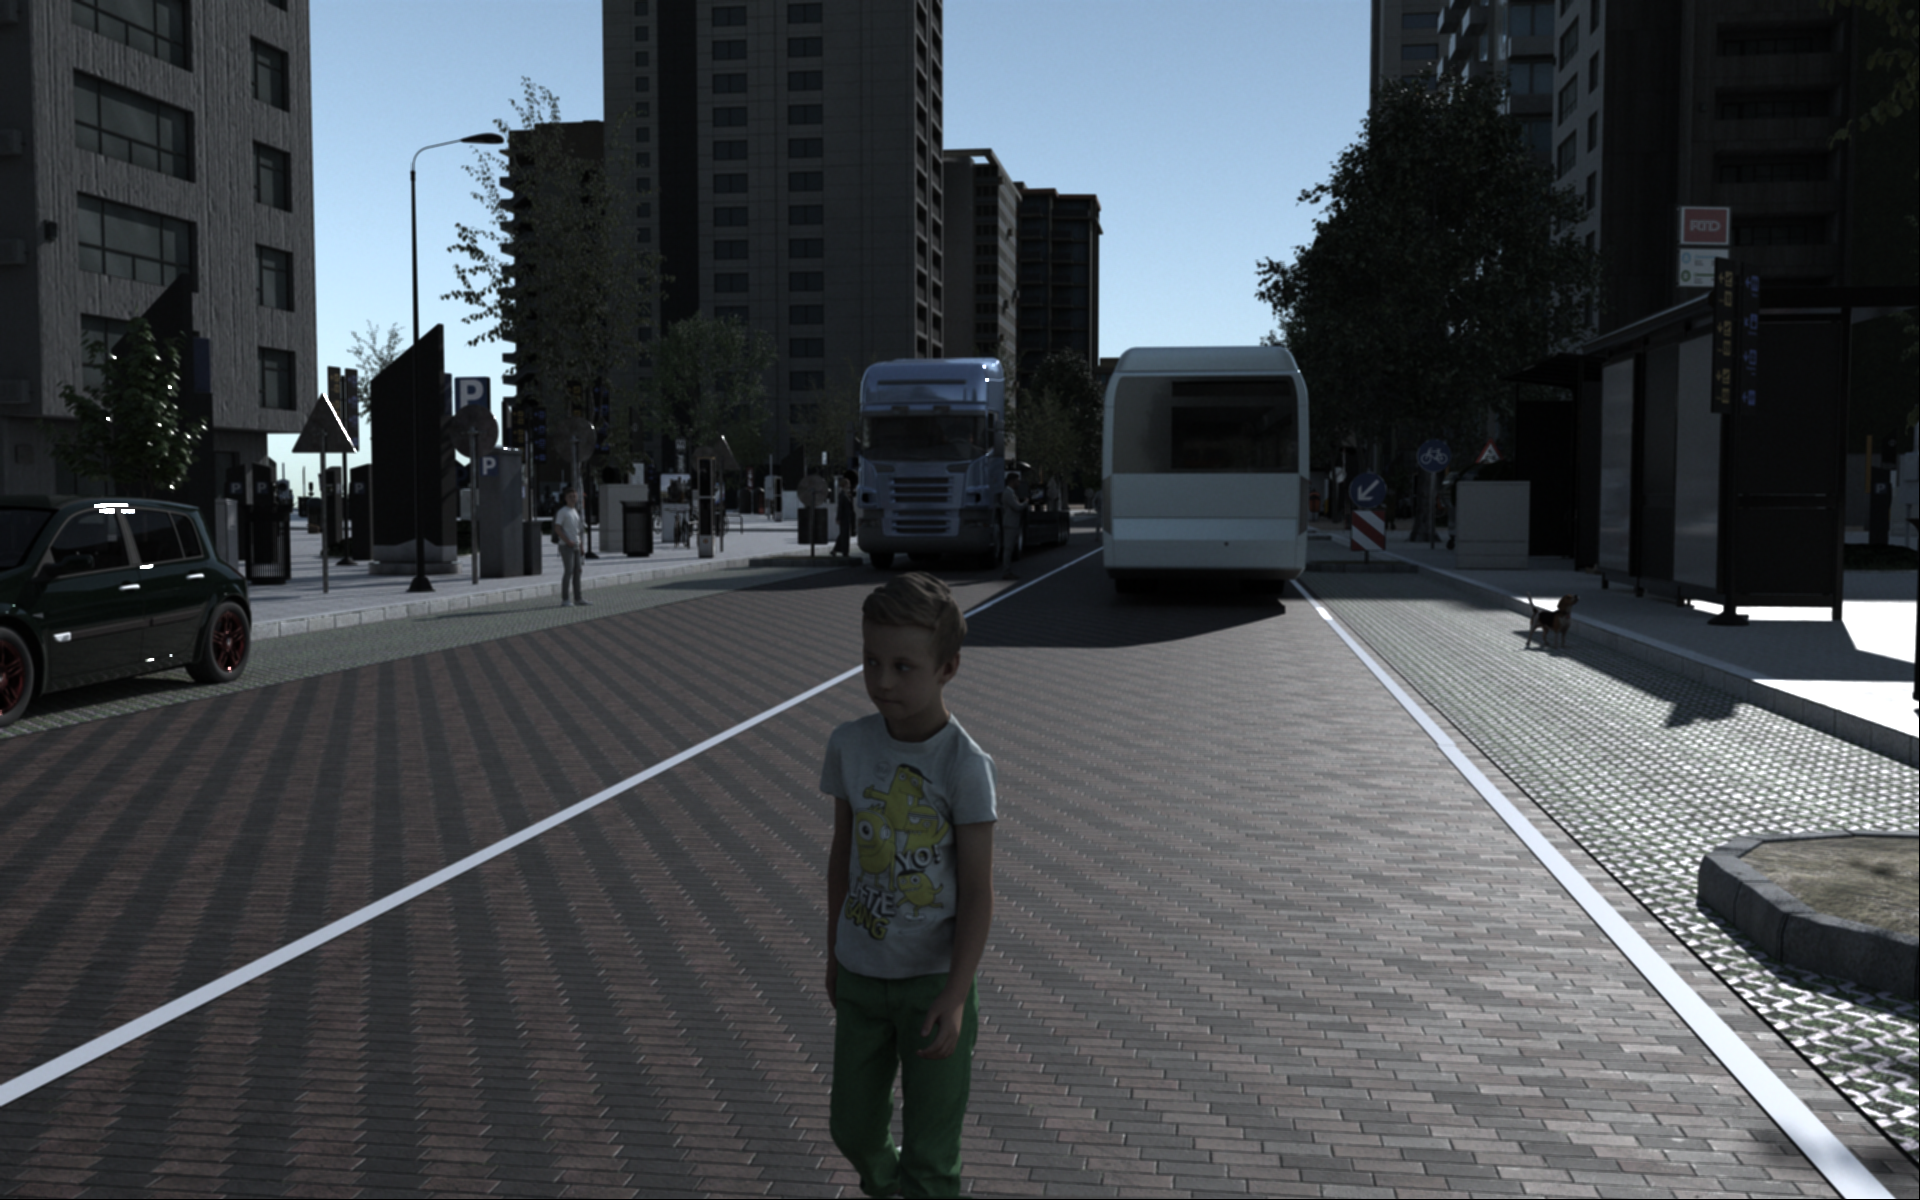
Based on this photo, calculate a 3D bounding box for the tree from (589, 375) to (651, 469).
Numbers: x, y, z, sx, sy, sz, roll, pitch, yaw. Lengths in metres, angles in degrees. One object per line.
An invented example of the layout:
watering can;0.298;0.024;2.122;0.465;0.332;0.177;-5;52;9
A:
tree;-20.725;-9.531;106.199;4.737;8.622;4.395;0;3;0

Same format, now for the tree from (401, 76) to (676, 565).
tree;-6.893;-4.917;30.761;4.360;8.622;3.978;0;3;0

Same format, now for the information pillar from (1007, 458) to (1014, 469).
information pillar;3.279;-7.342;111.403;0.504;3.616;0.183;-2;4;-27

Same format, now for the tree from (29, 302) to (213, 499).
tree;-8.079;-1.389;17.309;1.663;3.219;1.824;0;3;0

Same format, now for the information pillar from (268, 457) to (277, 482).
information pillar;-42.732;-7.113;107.644;0.504;3.616;0.183;-2;4;-29

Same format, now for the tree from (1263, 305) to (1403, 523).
tree;16.615;-8.674;76.228;8.767;10.594;7.601;1;4;12

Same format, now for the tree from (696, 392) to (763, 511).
tree;-17.440;-10.669;124.807;4.737;8.622;4.395;0;3;0

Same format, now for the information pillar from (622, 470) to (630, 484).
information pillar;-10.307;-3.024;53.936;0.304;2.012;0.304;2;4;31

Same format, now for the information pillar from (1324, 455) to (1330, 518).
information pillar;20.116;-6.302;94.391;0.504;3.616;0.183;2;4;28

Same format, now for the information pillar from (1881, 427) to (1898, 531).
information pillar;32.422;-4.226;60.450;0.504;3.616;0.183;2;4;32

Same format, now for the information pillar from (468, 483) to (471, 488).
information pillar;-33.831;-7.060;119.928;0.304;2.012;0.304;3;4;38

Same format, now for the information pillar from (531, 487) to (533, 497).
information pillar;-31.629;-7.513;127.322;0.304;2.012;0.304;3;5;42

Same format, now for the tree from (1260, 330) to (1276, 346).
tree;34.844;-21.190;202.344;12.611;20.169;13.585;0;3;0

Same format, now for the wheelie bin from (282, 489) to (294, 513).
wheelie bin;-45.892;-6.742;118.146;0.980;1.594;0.693;0;4;-5

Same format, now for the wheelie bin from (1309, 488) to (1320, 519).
wheelie bin;17.858;-4.868;87.500;0.693;1.594;0.980;1;4;14

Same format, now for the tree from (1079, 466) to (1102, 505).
tree;12.601;-10.846;161.044;4.285;4.588;4.351;0;3;0

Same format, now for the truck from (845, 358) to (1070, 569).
truck;0.555;-3.082;40.149;2.967;4.110;18.799;1;4;8

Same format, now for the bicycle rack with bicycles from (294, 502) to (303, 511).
bicycle rack with bicycles;-50.174;-7.404;134.439;2.925;0.926;2.852;-2;4;-23

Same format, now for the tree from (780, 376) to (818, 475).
tree;-8.415;-9.403;104.096;4.360;8.622;3.978;0;3;0

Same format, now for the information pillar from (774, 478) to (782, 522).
information pillar;-8.415;-4.619;80.017;0.304;2.012;0.304;-1;4;-19

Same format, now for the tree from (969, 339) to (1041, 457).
tree;1.392;-8.071;82.326;4.737;8.622;4.395;0;3;0

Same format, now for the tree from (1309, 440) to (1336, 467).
tree;21.085;-9.547;106.455;4.737;8.622;4.395;0;3;0

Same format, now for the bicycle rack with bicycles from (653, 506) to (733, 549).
bicycle rack with bicycles;-7.148;-1.731;41.683;2.852;0.926;2.925;0;4;0

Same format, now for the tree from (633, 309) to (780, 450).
tree;-14.136;-10.426;96.217;9.928;11.665;9.643;0;3;0

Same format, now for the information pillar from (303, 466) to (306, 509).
information pillar;-55.173;-9.441;145.721;0.183;3.616;0.504;-1;4;-13

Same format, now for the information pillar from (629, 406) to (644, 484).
information pillar;-8.658;-3.364;46.364;0.183;3.616;0.504;2;4;30

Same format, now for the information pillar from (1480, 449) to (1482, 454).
information pillar;23.679;-5.319;78.315;0.183;3.616;0.504;-3;5;-45

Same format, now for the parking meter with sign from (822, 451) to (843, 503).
parking meter with sign;-4.765;-4.591;71.318;1.738;3.016;0.543;-2;4;-26

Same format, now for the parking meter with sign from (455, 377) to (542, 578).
parking meter with sign;-7.051;-1.860;26.675;0.543;3.016;1.738;1;4;15

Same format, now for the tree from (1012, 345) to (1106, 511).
tree;8.166;-13.254;133.713;9.611;12.733;9.660;0;3;0

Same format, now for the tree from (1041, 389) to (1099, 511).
tree;6.886;-10.422;120.765;4.737;8.622;4.395;0;3;0

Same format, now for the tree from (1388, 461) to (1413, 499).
tree;25.530;-6.437;99.848;1.663;3.219;1.824;0;3;0

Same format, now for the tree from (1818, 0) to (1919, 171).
tree;7.377;-3.729;11.328;4.737;8.622;4.395;0;3;0

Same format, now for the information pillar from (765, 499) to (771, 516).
information pillar;-11.348;-5.972;102.139;0.304;2.012;0.304;-1;4;-16

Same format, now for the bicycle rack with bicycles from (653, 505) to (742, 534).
bicycle rack with bicycles;-8.272;-2.592;55.756;2.852;0.926;2.925;-2;4;-34

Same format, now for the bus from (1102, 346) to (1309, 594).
bus;3.846;-2.038;28.187;2.948;3.499;13.247;0;4;7

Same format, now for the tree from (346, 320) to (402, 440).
tree;-24.009;-7.529;73.463;4.360;8.622;3.978;0;3;0

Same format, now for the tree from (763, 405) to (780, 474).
tree;-15.885;-11.143;132.557;4.737;8.622;4.395;0;3;0

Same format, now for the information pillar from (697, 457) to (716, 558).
information pillar;-5.092;-1.854;34.810;0.304;2.012;0.304;0;4;2

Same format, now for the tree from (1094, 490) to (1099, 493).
tree;12.863;-10.657;168.841;1.663;3.219;1.824;0;3;0

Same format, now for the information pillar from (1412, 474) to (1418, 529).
information pillar;16.489;-3.532;62.247;0.304;2.012;0.304;-2;4;-29

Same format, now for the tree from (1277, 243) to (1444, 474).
tree;15.919;-8.704;68.073;9.928;11.665;9.643;0;3;0

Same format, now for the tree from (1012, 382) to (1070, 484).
tree;5.205;-10.046;114.613;4.360;8.622;3.978;0;3;0

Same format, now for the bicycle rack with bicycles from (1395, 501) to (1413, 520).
bicycle rack with bicycles;22.241;-4.515;87.205;2.852;0.926;2.925;0;4;0

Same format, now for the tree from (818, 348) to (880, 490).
tree;-4.868;-8.438;88.316;4.360;8.622;3.978;0;3;0

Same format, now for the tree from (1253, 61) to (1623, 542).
tree;12.507;-7.895;46.095;9.611;12.733;9.660;0;3;0
